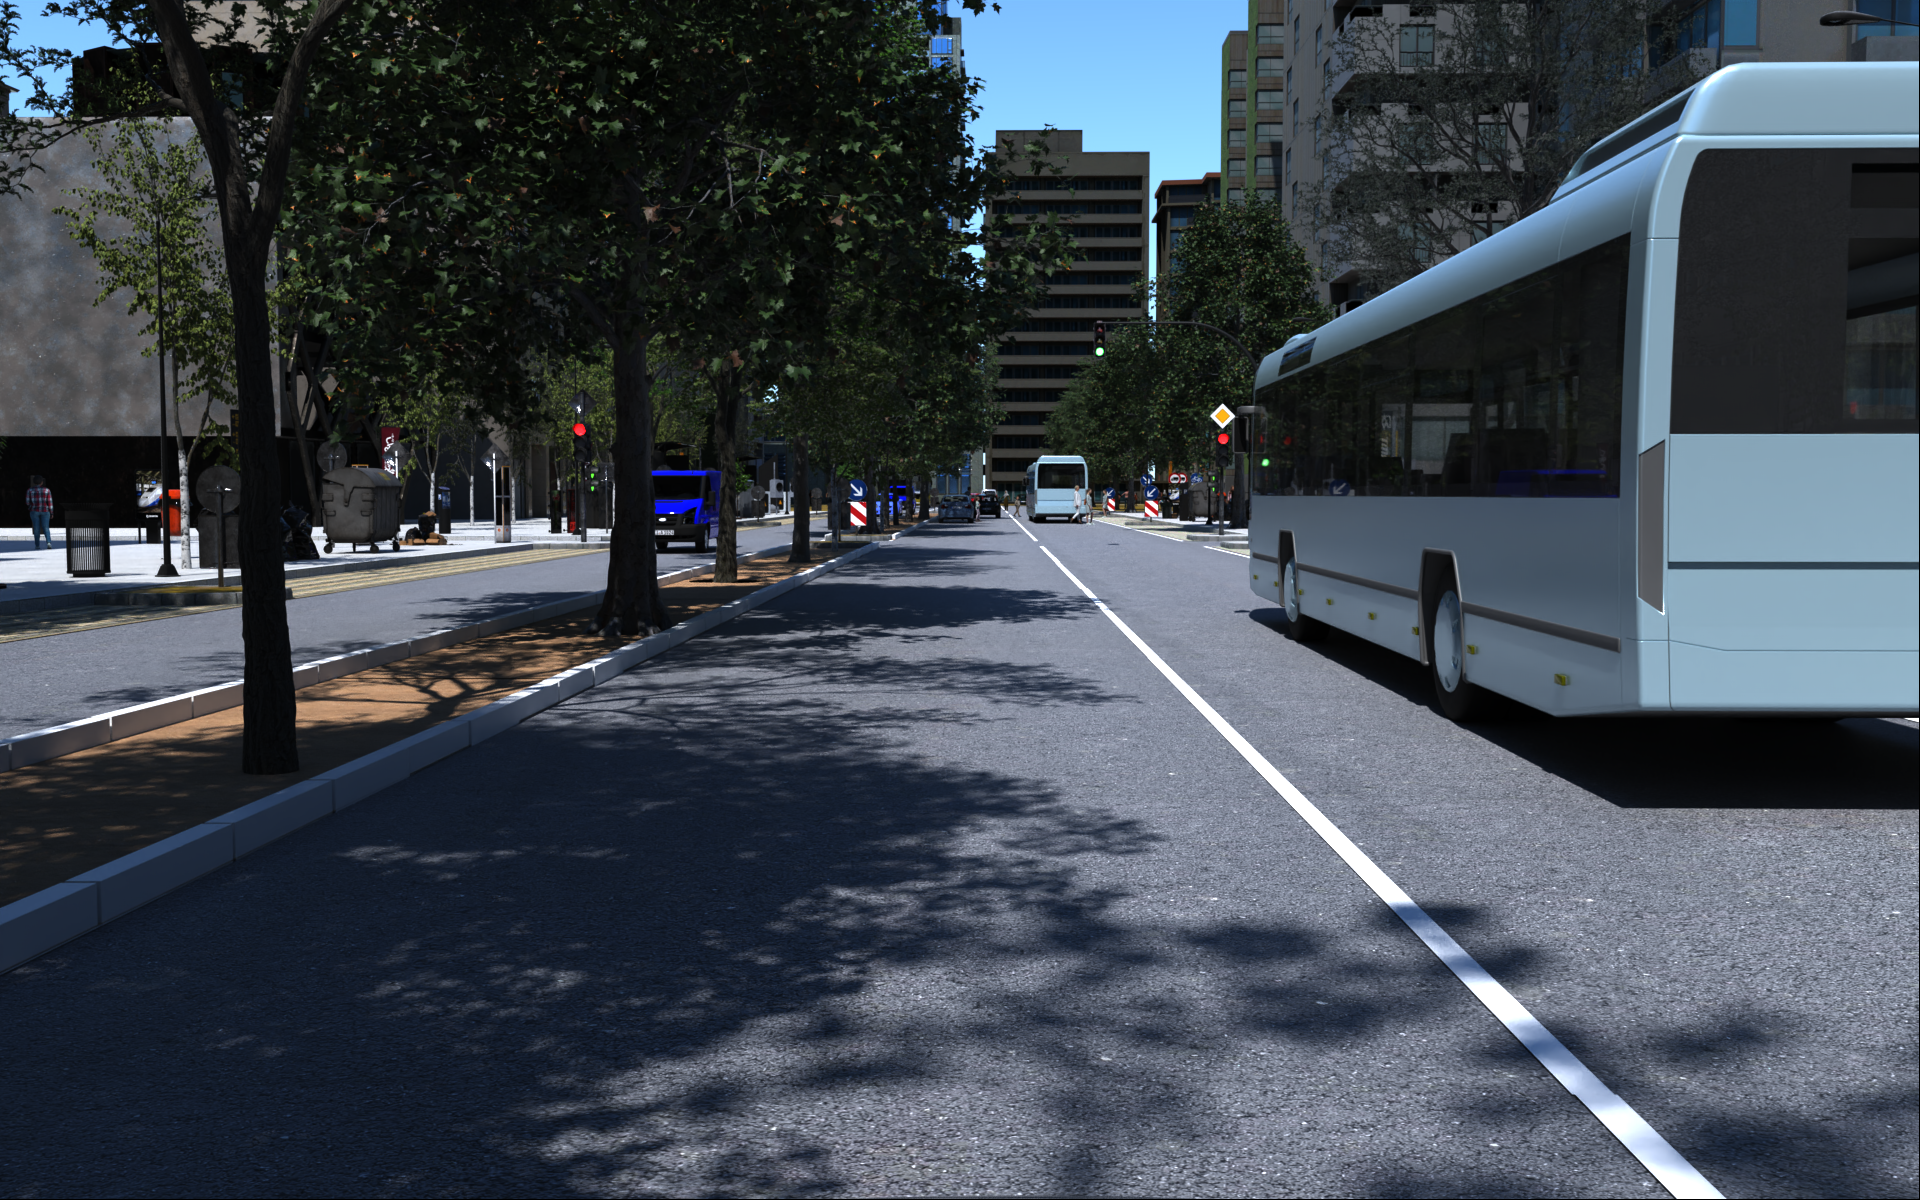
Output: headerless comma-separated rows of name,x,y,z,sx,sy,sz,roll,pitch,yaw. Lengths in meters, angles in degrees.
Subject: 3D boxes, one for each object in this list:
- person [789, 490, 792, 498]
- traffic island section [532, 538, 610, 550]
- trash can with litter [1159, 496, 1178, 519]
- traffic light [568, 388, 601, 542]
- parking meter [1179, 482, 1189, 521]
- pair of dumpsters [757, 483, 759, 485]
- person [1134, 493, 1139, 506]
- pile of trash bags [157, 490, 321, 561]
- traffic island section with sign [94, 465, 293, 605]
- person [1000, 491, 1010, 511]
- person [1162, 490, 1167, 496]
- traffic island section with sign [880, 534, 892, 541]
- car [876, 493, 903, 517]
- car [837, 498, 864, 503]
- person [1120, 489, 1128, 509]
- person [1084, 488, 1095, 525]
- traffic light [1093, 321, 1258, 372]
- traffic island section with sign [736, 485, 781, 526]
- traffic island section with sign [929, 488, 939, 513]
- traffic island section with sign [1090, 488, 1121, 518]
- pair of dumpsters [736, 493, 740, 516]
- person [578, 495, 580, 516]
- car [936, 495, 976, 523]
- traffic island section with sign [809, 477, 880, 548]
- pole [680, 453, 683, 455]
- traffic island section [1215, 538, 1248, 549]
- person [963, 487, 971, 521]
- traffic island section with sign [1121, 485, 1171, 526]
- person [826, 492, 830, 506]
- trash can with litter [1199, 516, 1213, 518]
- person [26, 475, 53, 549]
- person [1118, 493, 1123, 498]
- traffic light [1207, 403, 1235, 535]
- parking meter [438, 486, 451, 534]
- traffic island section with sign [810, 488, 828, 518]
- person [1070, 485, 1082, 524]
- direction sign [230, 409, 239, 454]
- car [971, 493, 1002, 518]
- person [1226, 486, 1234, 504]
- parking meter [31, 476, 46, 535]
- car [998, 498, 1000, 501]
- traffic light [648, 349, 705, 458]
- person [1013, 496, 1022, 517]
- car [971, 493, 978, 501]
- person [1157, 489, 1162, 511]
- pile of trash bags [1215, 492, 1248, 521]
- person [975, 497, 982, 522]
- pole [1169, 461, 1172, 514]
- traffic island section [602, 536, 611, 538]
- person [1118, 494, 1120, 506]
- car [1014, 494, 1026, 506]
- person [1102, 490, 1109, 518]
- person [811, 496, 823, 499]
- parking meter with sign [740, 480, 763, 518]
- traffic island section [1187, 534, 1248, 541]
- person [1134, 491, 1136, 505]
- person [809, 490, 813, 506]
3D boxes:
person,-19.625,-11.936,201.070,0.599,1.838,0.709,-1,4,-20
traffic island section,-10.034,-1.458,46.115,2.009,0.180,2.903,0,4,1
trash can with litter,10.897,-4.832,90.394,0.624,1.170,1.055,3,5,45
traffic light,-9.994,-3.490,45.980,0.839,4.253,0.868,0,4,1
parking meter,10.655,-4.695,82.480,0.399,1.863,0.255,-2,4,-25
pair of dumpsters,-13.720,-7.217,120.488,1.574,2.255,4.437,0,4,1
person,19.445,-11.102,190.826,0.557,1.426,1.065,3,4,38
pile of trash bags,-14.244,-1.473,33.841,3.447,1.369,1.912,1,4,20
traffic island section with sign,-10.094,-0.886,23.111,1.989,1.847,2.006,0,4,1
person,3.885,-8.507,148.314,0.721,1.736,1.217,-3,5,-41
person,21.829,-10.933,185.532,0.721,1.736,1.217,3,4,37
traffic island section with sign,-3.148,-2.783,53.644,2.006,1.907,1.989,0,4,1
car,-4.512,-6.023,108.074,1.945,1.707,3.694,0,4,2
car,-5.597,-4.966,93.196,2.014,1.417,4.499,0,4,1
person,14.453,-8.780,150.309,1.217,1.736,0.721,0,4,1
person,6.008,-4.353,80.678,0.522,1.701,0.512,1,4,13
traffic light,5.872,-4.338,45.592,4.771,5.953,1.251,0,4,1
traffic island section with sign,-9.165,-4.285,78.694,1.989,1.847,2.006,0,4,1
traffic island section with sign,-1.912,-7.378,128.772,2.006,1.907,1.989,0,4,1
traffic island section with sign,9.018,-5.961,106.097,1.989,1.847,2.006,0,4,1
pair of dumpsters,-13.217,-5.859,98.289,1.574,2.255,4.437,0,4,1
person,-12.965,-2.928,58.162,0.306,1.304,0.590,3,5,44
car,-0.210,-4.540,86.235,2.014,1.417,4.499,0,4,-1
traffic island section with sign,-3.281,-2.330,46.238,2.006,1.907,1.989,0,4,1
pole,-13.691,-5.590,85.235,0.158,3.312,0.155,0,3,0
traffic island section,8.005,-1.439,45.812,2.009,0.180,2.903,0,4,1
person,0.433,-5.192,93.491,0.850,1.850,0.679,0,4,4
traffic island section with sign,8.563,-4.313,79.146,1.989,1.847,2.006,0,4,1
person,-14.233,-11.108,188.375,0.721,1.735,1.217,2,4,28
trash can with litter,13.896,-5.120,94.769,1.678,1.210,2.233,0,4,4
person,-21.376,-2.040,40.232,0.563,1.720,0.643,-2,4,-29
person,12.607,-8.188,140.437,1.217,1.766,0.721,0,4,5
traffic light,8.097,-3.961,53.683,0.839,4.253,0.868,0,4,1
parking meter,-16.642,-2.906,55.917,0.372,1.533,0.369,0,3,0
traffic island section with sign,-8.714,-5.934,105.645,1.989,1.847,2.006,0,4,1
person,5.513,-4.519,82.260,0.818,1.842,0.514,-2,4,-27
direction sign,-19.318,-3.346,46.703,0.379,3.537,0.876,1,4,17
car,1.566,-5.791,104.475,2.009,1.686,4.222,0,4,0
person,15.134,-5.502,96.590,0.593,1.750,0.643,1,4,13
parking meter,-29.201,-3.010,54.930,0.399,1.863,0.255,0,4,-1
car,3.114,-10.176,178.379,2.014,1.417,4.499,0,4,0
traffic light,-7.769,-4.850,53.964,4.771,5.953,1.251,0,4,1
person,3.593,-5.819,107.912,0.640,1.303,0.475,2,4,29
car,0.951,-7.113,125.341,2.155,1.783,4.494,0,4,-1
person,15.211,-7.631,132.281,0.415,1.643,0.593,3,4,36
pile of trash bags,13.068,-4.522,83.691,1.912,1.369,3.447,-1,4,-10
person,0.948,-4.707,89.731,0.394,1.301,0.425,-1,4,-10
pole,13.035,-6.943,107.364,0.158,3.312,0.155,0,3,0
traffic island section,-9.901,-1.946,54.099,2.009,0.180,2.903,0,4,1
person,17.802,-11.309,194.197,1.065,1.426,0.557,0,4,7
car,7.350,-11.852,203.563,2.009,1.686,4.222,0,3,0
person,8.769,-5.828,104.791,0.522,1.701,0.512,-1,4,-12
person,-14.432,-10.263,174.624,1.217,1.735,0.721,-2,4,-30
parking meter with sign,-11.425,-5.921,93.069,1.738,3.016,0.543,-2,4,-34
traffic island section,8.137,-1.928,53.796,2.009,0.180,2.903,0,4,1
person,19.938,-11.699,198.031,0.721,1.736,1.217,-2,4,-27
person,-15.866,-10.780,182.817,0.721,1.766,1.217,2,4,28
